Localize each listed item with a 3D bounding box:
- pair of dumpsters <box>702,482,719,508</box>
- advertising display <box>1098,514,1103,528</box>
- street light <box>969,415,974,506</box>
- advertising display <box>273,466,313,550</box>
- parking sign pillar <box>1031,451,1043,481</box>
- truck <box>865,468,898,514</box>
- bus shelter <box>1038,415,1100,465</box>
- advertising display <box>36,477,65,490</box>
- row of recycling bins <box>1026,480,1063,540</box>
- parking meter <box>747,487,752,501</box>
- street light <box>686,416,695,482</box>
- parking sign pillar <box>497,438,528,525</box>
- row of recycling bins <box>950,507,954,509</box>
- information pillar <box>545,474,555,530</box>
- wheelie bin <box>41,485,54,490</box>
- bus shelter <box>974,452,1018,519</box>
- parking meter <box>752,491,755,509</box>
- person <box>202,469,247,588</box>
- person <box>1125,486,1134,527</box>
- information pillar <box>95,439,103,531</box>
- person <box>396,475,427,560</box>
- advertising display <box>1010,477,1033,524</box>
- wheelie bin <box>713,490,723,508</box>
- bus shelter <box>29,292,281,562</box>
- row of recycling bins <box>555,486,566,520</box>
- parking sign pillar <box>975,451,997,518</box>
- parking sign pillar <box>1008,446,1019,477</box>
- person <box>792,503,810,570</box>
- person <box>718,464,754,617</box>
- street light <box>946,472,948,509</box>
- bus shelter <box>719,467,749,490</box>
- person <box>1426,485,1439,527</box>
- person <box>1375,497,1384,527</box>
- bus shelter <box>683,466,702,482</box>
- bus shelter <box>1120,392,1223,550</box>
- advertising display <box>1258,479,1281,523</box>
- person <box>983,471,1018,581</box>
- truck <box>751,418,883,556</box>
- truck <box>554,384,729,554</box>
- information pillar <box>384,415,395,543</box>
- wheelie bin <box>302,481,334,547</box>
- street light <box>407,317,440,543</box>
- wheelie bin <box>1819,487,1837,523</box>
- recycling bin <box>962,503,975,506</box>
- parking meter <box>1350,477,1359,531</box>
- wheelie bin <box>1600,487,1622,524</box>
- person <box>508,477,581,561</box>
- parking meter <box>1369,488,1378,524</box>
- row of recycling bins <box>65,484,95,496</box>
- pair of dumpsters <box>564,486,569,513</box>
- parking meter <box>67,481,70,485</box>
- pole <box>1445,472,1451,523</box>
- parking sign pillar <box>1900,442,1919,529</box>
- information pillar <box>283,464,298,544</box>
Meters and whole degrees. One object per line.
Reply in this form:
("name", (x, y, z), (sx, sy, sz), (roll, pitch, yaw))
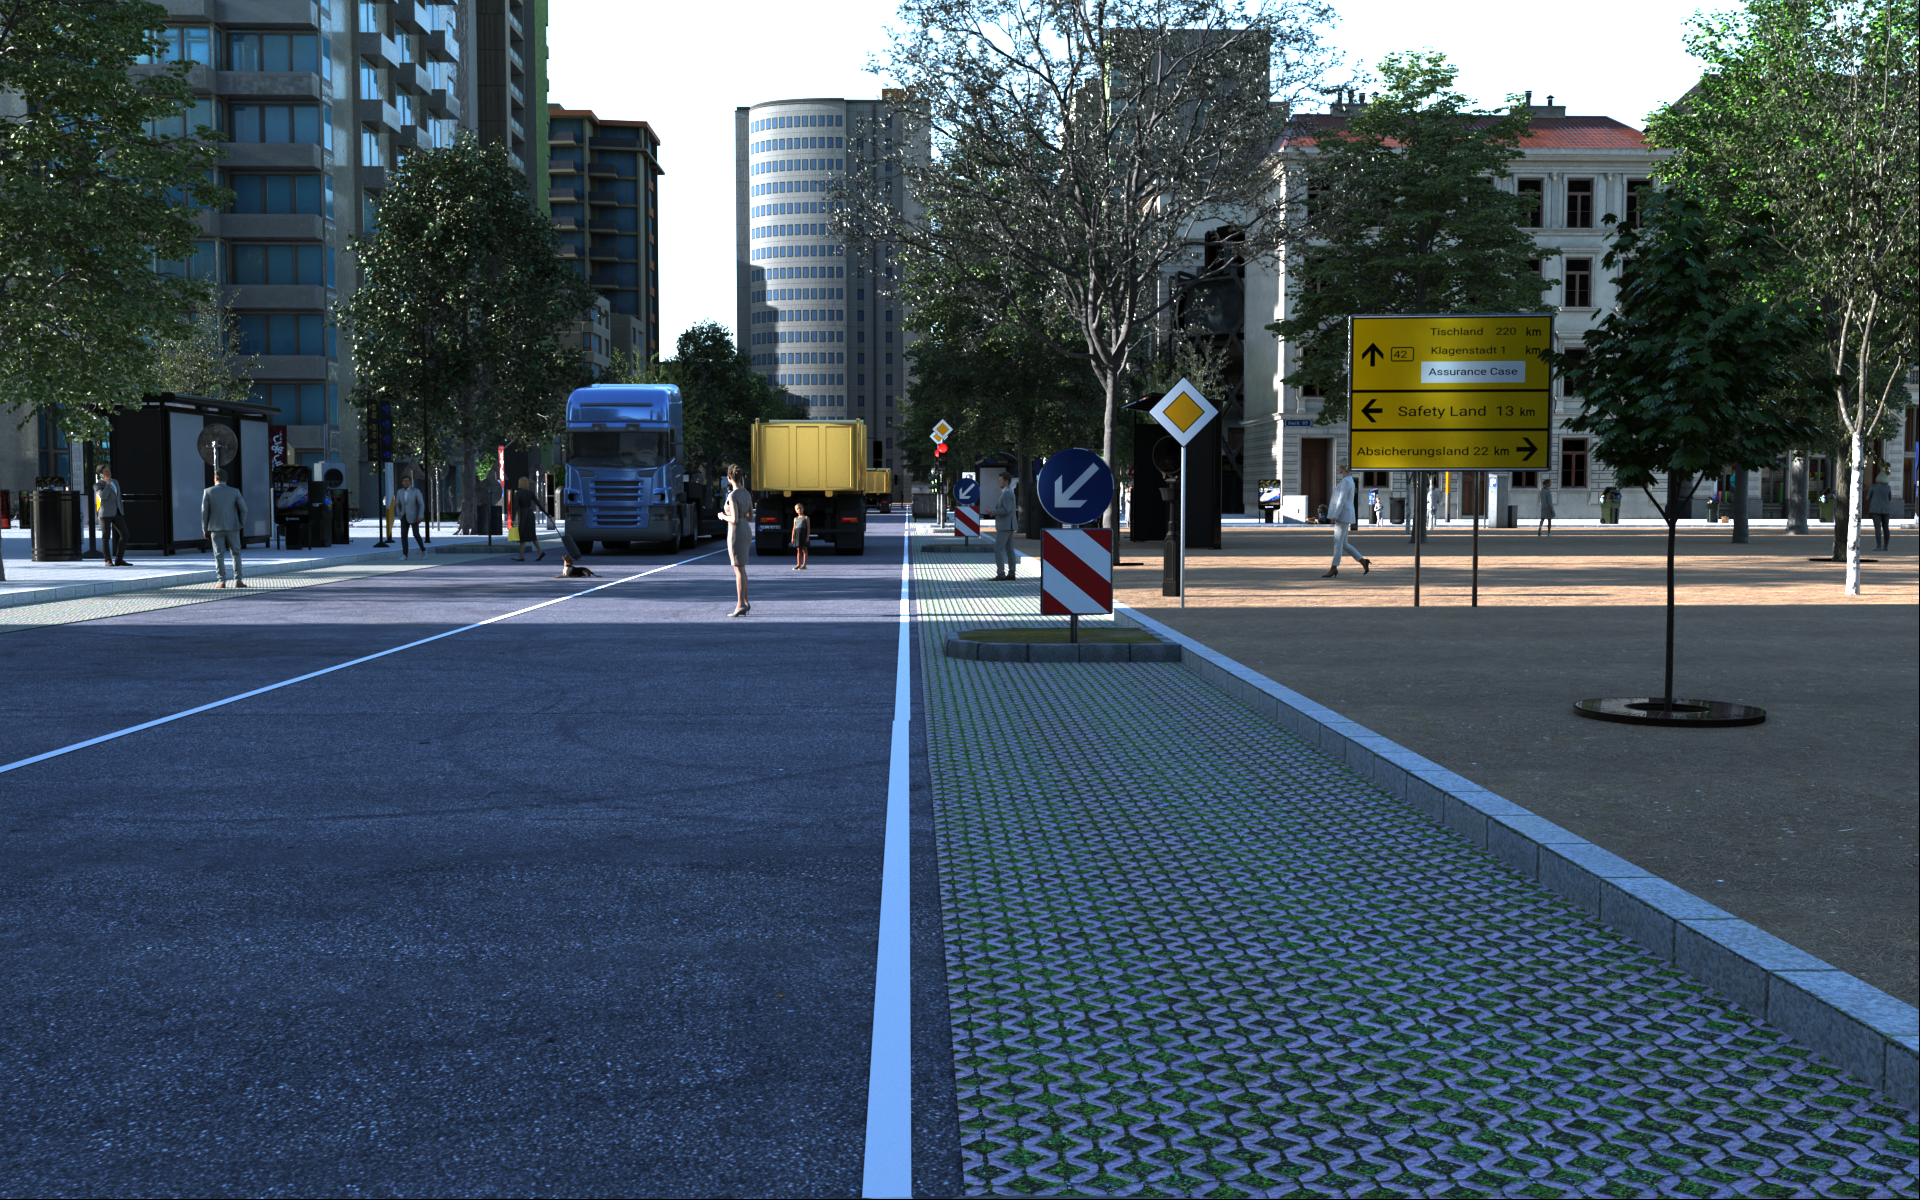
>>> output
("pair of dumpsters", (-19.930, -8.221, 136.910), (1.574, 2.255, 4.437), (0, 4, -2))
("advertising display", (4.082, -2.776, 50.606), (0.123, 1.923, 0.974), (-1, 4, -9))
("street light", (0.552, -7.191, 90.364), (0.468, 5.910, 1.993), (0, 4, -2))
("advertising display", (-15.352, -2.120, 39.880), (0.974, 1.923, 0.123), (1, 4, 16))
("parking sign pillar", (4.550, -6.559, 95.709), (1.447, 3.967, 1.447), (-2, 4, -27))
("truck", (-6.415, -8.113, 128.565), (3.469, 3.379, 9.791), (0, 4, -1))
("bus shelter", (4.629, -6.018, 76.027), (2.179, 5.291, 8.768), (0, 4, -2))
("advertising display", (-33.700, -3.608, 64.207), (0.974, 1.923, 0.123), (-1, 4, -13))
("row of recycling bins", (2.384, -2.638, 50.237), (1.069, 1.692, 3.534), (0, 4, -1))
("parking meter", (-16.829, -8.124, 138.533), (0.399, 1.863, 0.255), (3, 4, 38))
("street light", (-15.708, -7.813, 100.529), (0.468, 5.910, 1.993), (0, 4, -2))
("parking sign pillar", (-18.566, -5.103, 71.912), (1.447, 3.967, 1.447), (3, 4, 36))
("row of recycling bins", (0.707, -7.830, 135.136), (3.534, 1.692, 1.069), (2, 4, 33))
("information pillar", (-14.693, -3.526, 62.135), (0.304, 2.012, 0.304), (-1, 4, -19))
("wheelie bin", (-32.308, -3.279, 61.514), (0.693, 1.594, 0.980), (-2, 4, -26))
("bus shelter", (1.812, -5.596, 85.413), (2.014, 3.302, 5.546), (0, 4, -2))
("parking meter", (-17.436, -8.402, 145.789), (0.372, 1.533, 0.369), (0, 3, 0))
("person", (-11.153, -1.081, 26.278), (0.635, 1.810, 0.391), (-2, 4, -32))
("person", (6.601, -3.527, 66.741), (0.480, 1.755, 0.524), (-1, 4, -19))
("information pillar", (-29.928, -4.215, 60.265), (0.183, 3.616, 0.504), (-3, 5, -44))
("person", (-11.877, -1.781, 37.468), (0.661, 1.843, 0.795), (1, 4, 11))
("advertising display", (2.213, -3.589, 63.891), (0.974, 1.923, 0.123), (-1, 4, -9))
("wheelie bin", (-18.126, -7.456, 129.819), (0.693, 1.594, 0.980), (-1, 4, -23))
("bus shelter", (-17.183, -3.631, 36.996), (2.179, 5.291, 8.768), (0, 4, -2))
("row of recycling bins", (-18.348, -4.834, 86.146), (3.534, 1.692, 1.069), (-1, 4, -12))
("parking sign pillar", (1.461, -6.403, 93.159), (1.447, 3.967, 1.447), (-2, 4, -25))
("parking sign pillar", (3.139, -6.685, 97.775), (1.447, 3.967, 1.447), (2, 4, 26))
("person", (-3.020, -1.208, 32.915), (0.362, 1.253, 0.373), (2, 4, 30))
("person", (-2.615, -0.698, 20.247), (0.374, 1.781, 0.599), (1, 4, 18))
("street light", (-1.131, -10.682, 147.437), (0.468, 5.910, 1.993), (0, 4, -2))
("bus shelter", (-17.563, -8.553, 133.759), (2.014, 3.302, 5.546), (0, 4, -2))
("person", (18.347, -3.599, 67.549), (0.606, 1.804, 0.583), (-2, 4, -32))
("person", (16.879, -3.473, 69.559), (0.425, 1.301, 0.394), (-2, 4, -31))
("bus shelter", (-19.521, -7.851, 122.293), (2.014, 3.302, 5.546), (0, 4, -2))
("bus shelter", (5.205, -3.168, 43.075), (1.731, 3.624, 6.357), (0, 4, -2))
("advertising display", (13.671, -4.361, 76.523), (0.974, 1.923, 0.123), (1, 4, 17))
("person", (0.667, -1.212, 28.512), (0.583, 1.804, 0.606), (0, 4, 2))
("truck", (-3.677, -2.937, 43.945), (3.469, 3.379, 9.791), (0, 4, -3))
("truck", (-8.250, -3.577, 48.239), (2.967, 4.110, 18.799), (0, 4, -3))
("information pillar", (-14.996, -3.312, 45.499), (0.183, 3.616, 0.504), (0, 4, -2))
("wheelie bin", (-15.567, -2.074, 41.811), (0.980, 1.594, 0.693), (0, 4, 4))
("street light", (-13.998, -4.438, 45.356), (0.468, 5.910, 1.993), (0, 4, -2))
("wheelie bin", (38.794, -4.249, 77.382), (0.693, 1.594, 0.980), (3, 4, 36))
("recycling bin", (0.511, -5.228, 98.032), (0.722, 1.027, 0.722), (-1, 4, -10))
("parking meter", (13.827, -3.364, 60.712), (0.255, 1.863, 0.399), (1, 4, 13))
("wheelie bin", (27.924, -4.057, 74.245), (0.980, 1.594, 0.693), (-2, 4, -29))
("person", (-8.910, -1.736, 37.099), (1.509, 1.804, 0.699), (-1, 4, -10))
("parking meter", (17.584, -3.990, 73.647), (0.372, 1.533, 0.369), (0, 3, 0))
("row of recycling bins", (-37.663, -4.048, 73.301), (3.534, 1.692, 1.069), (3, 4, 37))
("pair of dumpsters", (-16.049, -4.417, 74.715), (1.574, 2.255, 4.437), (0, 4, -2))
("parking meter", (-38.771, -4.280, 75.691), (0.255, 1.863, 0.399), (0, 4, -1))
("pole", (21.912, -5.131, 77.732), (0.158, 3.312, 0.155), (0, 3, 0))
("parking sign pillar", (35.557, -4.612, 63.881), (1.447, 3.967, 1.447), (2, 4, 24))
("information pillar", (-16.545, -2.348, 42.885), (0.304, 2.012, 0.304), (-1, 4, -12))
